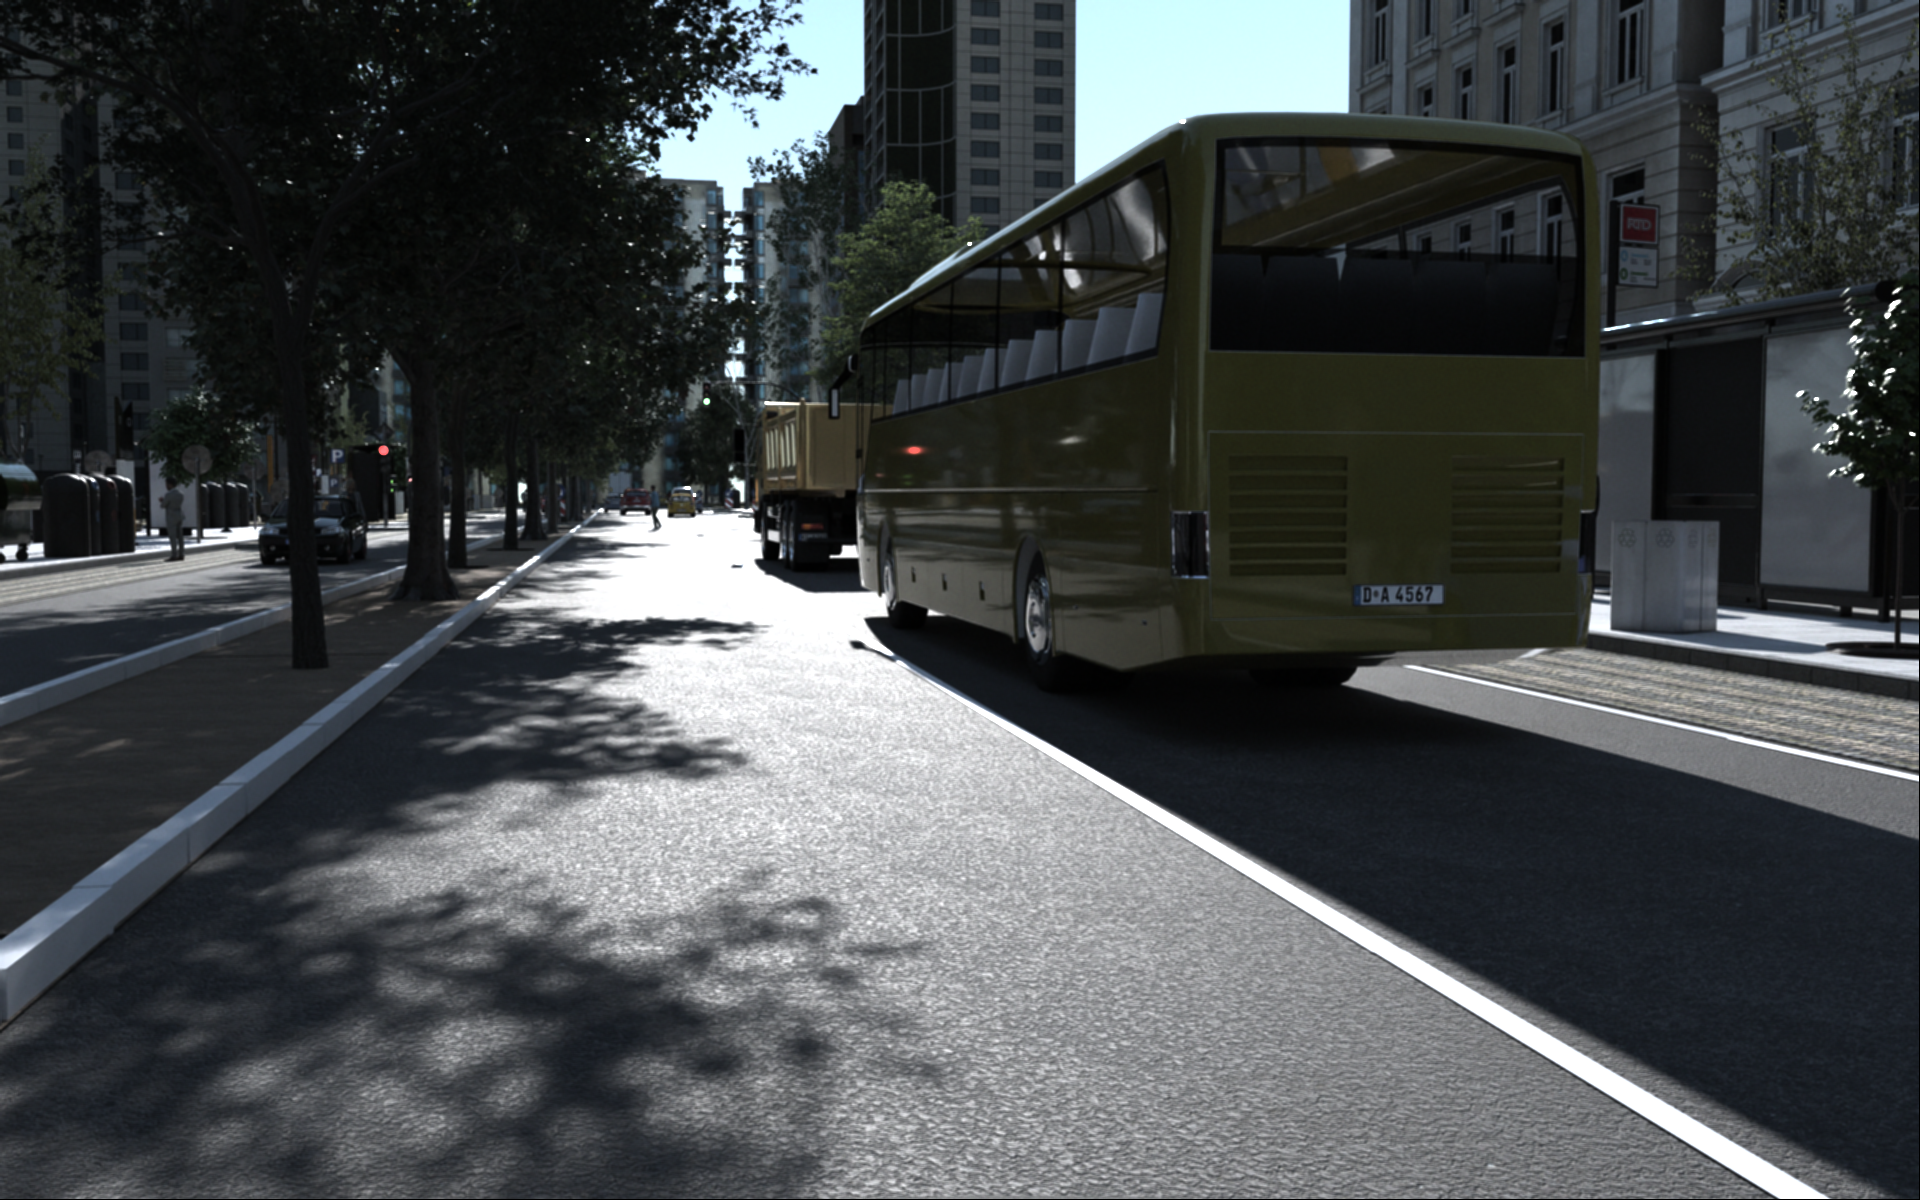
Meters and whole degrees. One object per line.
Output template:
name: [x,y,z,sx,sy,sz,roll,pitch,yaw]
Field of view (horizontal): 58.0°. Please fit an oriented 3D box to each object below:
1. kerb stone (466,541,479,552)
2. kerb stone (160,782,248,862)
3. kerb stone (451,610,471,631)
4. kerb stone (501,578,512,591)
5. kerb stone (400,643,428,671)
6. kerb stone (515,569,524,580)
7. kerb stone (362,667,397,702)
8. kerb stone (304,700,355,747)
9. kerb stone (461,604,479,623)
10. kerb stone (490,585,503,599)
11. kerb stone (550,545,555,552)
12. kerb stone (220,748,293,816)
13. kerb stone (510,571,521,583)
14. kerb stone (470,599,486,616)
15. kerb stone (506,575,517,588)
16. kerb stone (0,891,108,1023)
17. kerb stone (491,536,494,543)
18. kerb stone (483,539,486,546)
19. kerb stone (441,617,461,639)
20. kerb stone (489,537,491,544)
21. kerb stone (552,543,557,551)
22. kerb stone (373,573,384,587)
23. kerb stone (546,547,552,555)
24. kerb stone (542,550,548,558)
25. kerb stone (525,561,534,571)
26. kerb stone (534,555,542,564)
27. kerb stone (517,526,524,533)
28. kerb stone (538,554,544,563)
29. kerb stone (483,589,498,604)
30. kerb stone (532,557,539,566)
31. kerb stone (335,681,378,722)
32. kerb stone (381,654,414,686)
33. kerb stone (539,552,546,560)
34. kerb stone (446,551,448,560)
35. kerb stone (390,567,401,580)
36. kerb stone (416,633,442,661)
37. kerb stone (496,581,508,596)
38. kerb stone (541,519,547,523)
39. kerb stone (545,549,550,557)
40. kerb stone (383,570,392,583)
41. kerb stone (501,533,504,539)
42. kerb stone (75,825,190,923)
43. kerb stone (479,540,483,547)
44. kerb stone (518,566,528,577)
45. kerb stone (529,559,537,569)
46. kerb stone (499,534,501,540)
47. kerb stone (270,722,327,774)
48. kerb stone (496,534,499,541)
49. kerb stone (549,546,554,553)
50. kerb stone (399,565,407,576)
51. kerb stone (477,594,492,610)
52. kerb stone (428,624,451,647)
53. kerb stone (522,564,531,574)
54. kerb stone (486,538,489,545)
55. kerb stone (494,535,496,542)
kerb stone: [-12.647,-1.389,44.969,0.120,0.150,1.000,-1,4,-11]
kerb stone: [-3.128,0.923,7.166,0.120,0.150,1.000,-1,4,-11]
kerb stone: [-5.289,0.241,18.255,0.120,0.150,1.000,-1,4,-11]
kerb stone: [-6.667,-0.189,25.292,0.120,0.150,1.000,-1,4,-11]
kerb stone: [-4.506,0.492,14.223,0.120,0.150,1.000,-1,4,-11]
kerb stone: [-7.255,-0.374,28.318,0.120,0.150,1.000,-1,4,-11]
kerb stone: [-4.113,0.614,12.208,0.120,0.150,1.000,-1,4,-11]
kerb stone: [-3.717,0.735,10.196,0.120,0.150,1.000,-1,4,-11]
kerb stone: [-5.485,0.180,19.258,0.120,0.150,1.000,-1,4,-11]
kerb stone: [-6.279,-0.066,23.280,0.120,0.150,1.000,-1,4,-11]
kerb stone: [-9.809,-1.174,41.388,0.120,0.150,1.000,-1,4,-11]
kerb stone: [-3.322,0.857,8.180,0.120,0.150,1.000,-1,4,-11]
kerb stone: [-7.055,-0.312,27.299,0.120,0.150,1.000,-1,4,-11]
kerb stone: [-5.682,0.120,20.266,0.120,0.150,1.000,-1,4,-11]
kerb stone: [-6.858,-0.250,26.296,0.120,0.150,1.000,-1,4,-11]
kerb stone: [-2.731,1.042,5.161,0.120,0.150,1.000,-1,4,-11]
kerb stone: [-13.623,-1.701,50.002,0.120,0.150,1.000,-1,4,-11]
kerb stone: [-13.030,-1.516,46.988,0.120,0.150,1.000,-1,4,-11]
kerb stone: [-5.099,0.303,17.246,0.120,0.150,1.000,-1,4,-11]
kerb stone: [-13.429,-1.639,48.999,0.120,0.150,1.000,-1,4,-11]
kerb stone: [-10.000,-1.235,42.392,0.120,0.150,1.000,-1,4,-11]
kerb stone: [-9.107,-0.286,26.866,0.120,0.150,1.000,-1,4,-11]
kerb stone: [-9.414,-1.051,39.375,0.120,0.150,1.000,-1,4,-11]
kerb stone: [-9.025,-0.928,37.368,0.120,0.150,1.000,-1,4,-11]
kerb stone: [-7.839,-0.559,31.328,0.120,0.150,1.000,-1,4,-11]
kerb stone: [-8.431,-0.743,34.351,0.120,0.150,1.000,-1,4,-11]
kerb stone: [-16.965,-2.745,67.079,0.120,0.150,1.000,-1,4,-11]
kerb stone: [-8.637,-0.805,35.359,0.120,0.150,1.000,-1,4,-11]
kerb stone: [-6.078,-0.005,22.271,0.120,0.150,1.000,-1,4,-11]
kerb stone: [-8.238,-0.677,33.344,0.120,0.150,1.000,-1,4,-11]
kerb stone: [-3.915,0.672,11.205,0.120,0.150,1.000,-1,4,-11]
kerb stone: [-4.307,0.550,13.215,0.120,0.150,1.000,-1,4,-11]
kerb stone: [-8.822,-0.867,36.364,0.120,0.150,1.000,-1,4,-11]
kerb stone: [-11.467,-1.015,38.924,0.120,0.150,1.000,-1,4,-11]
kerb stone: [-9.491,-0.408,28.873,0.120,0.150,1.000,-1,4,-11]
kerb stone: [-4.700,0.429,15.242,0.120,0.150,1.000,-1,4,-11]
kerb stone: [-6.464,-0.128,24.290,0.120,0.150,1.000,-1,4,-11]
kerb stone: [-20.797,-3.950,86.770,0.120,0.150,1.000,-1,4,-11]
kerb stone: [-9.222,-0.989,38.371,0.120,0.150,1.000,-1,4,-11]
kerb stone: [-9.311,-0.342,27.867,0.120,0.150,1.000,-1,4,-11]
kerb stone: [-14.411,-1.946,54.013,0.120,0.150,1.000,-1,4,-11]
kerb stone: [-2.936,0.981,6.162,0.120,0.150,1.000,-1,4,-11]
kerb stone: [-12.841,-1.453,45.975,0.120,0.150,1.000,-1,4,-11]
kerb stone: [-7.453,-0.436,29.321,0.120,0.150,1.000,-1,4,-11]
kerb stone: [-8.036,-0.619,32.331,0.120,0.150,1.000,-1,4,-11]
kerb stone: [-14.210,-1.885,53.011,0.120,0.150,1.000,-1,4,-11]
kerb stone: [-3.524,0.805,9.191,0.120,0.150,1.000,-1,4,-11]
kerb stone: [-14.020,-1.823,52.007,0.120,0.150,1.000,-1,4,-11]
kerb stone: [-9.611,-1.112,40.381,0.120,0.150,1.000,-1,4,-11]
kerb stone: [-9.705,-0.467,29.873,0.120,0.150,1.000,-1,4,-11]
kerb stone: [-5.875,0.057,21.270,0.120,0.150,1.000,-1,4,-11]
kerb stone: [-4.906,0.364,16.243,0.120,0.150,1.000,-1,4,-11]
kerb stone: [-7.651,-0.497,30.323,0.120,0.150,1.000,-1,4,-11]
kerb stone: [-13.235,-1.577,47.991,0.120,0.150,1.000,-1,4,-11]
kerb stone: [-13.829,-1.762,51.003,0.120,0.150,1.000,-1,4,-11]
